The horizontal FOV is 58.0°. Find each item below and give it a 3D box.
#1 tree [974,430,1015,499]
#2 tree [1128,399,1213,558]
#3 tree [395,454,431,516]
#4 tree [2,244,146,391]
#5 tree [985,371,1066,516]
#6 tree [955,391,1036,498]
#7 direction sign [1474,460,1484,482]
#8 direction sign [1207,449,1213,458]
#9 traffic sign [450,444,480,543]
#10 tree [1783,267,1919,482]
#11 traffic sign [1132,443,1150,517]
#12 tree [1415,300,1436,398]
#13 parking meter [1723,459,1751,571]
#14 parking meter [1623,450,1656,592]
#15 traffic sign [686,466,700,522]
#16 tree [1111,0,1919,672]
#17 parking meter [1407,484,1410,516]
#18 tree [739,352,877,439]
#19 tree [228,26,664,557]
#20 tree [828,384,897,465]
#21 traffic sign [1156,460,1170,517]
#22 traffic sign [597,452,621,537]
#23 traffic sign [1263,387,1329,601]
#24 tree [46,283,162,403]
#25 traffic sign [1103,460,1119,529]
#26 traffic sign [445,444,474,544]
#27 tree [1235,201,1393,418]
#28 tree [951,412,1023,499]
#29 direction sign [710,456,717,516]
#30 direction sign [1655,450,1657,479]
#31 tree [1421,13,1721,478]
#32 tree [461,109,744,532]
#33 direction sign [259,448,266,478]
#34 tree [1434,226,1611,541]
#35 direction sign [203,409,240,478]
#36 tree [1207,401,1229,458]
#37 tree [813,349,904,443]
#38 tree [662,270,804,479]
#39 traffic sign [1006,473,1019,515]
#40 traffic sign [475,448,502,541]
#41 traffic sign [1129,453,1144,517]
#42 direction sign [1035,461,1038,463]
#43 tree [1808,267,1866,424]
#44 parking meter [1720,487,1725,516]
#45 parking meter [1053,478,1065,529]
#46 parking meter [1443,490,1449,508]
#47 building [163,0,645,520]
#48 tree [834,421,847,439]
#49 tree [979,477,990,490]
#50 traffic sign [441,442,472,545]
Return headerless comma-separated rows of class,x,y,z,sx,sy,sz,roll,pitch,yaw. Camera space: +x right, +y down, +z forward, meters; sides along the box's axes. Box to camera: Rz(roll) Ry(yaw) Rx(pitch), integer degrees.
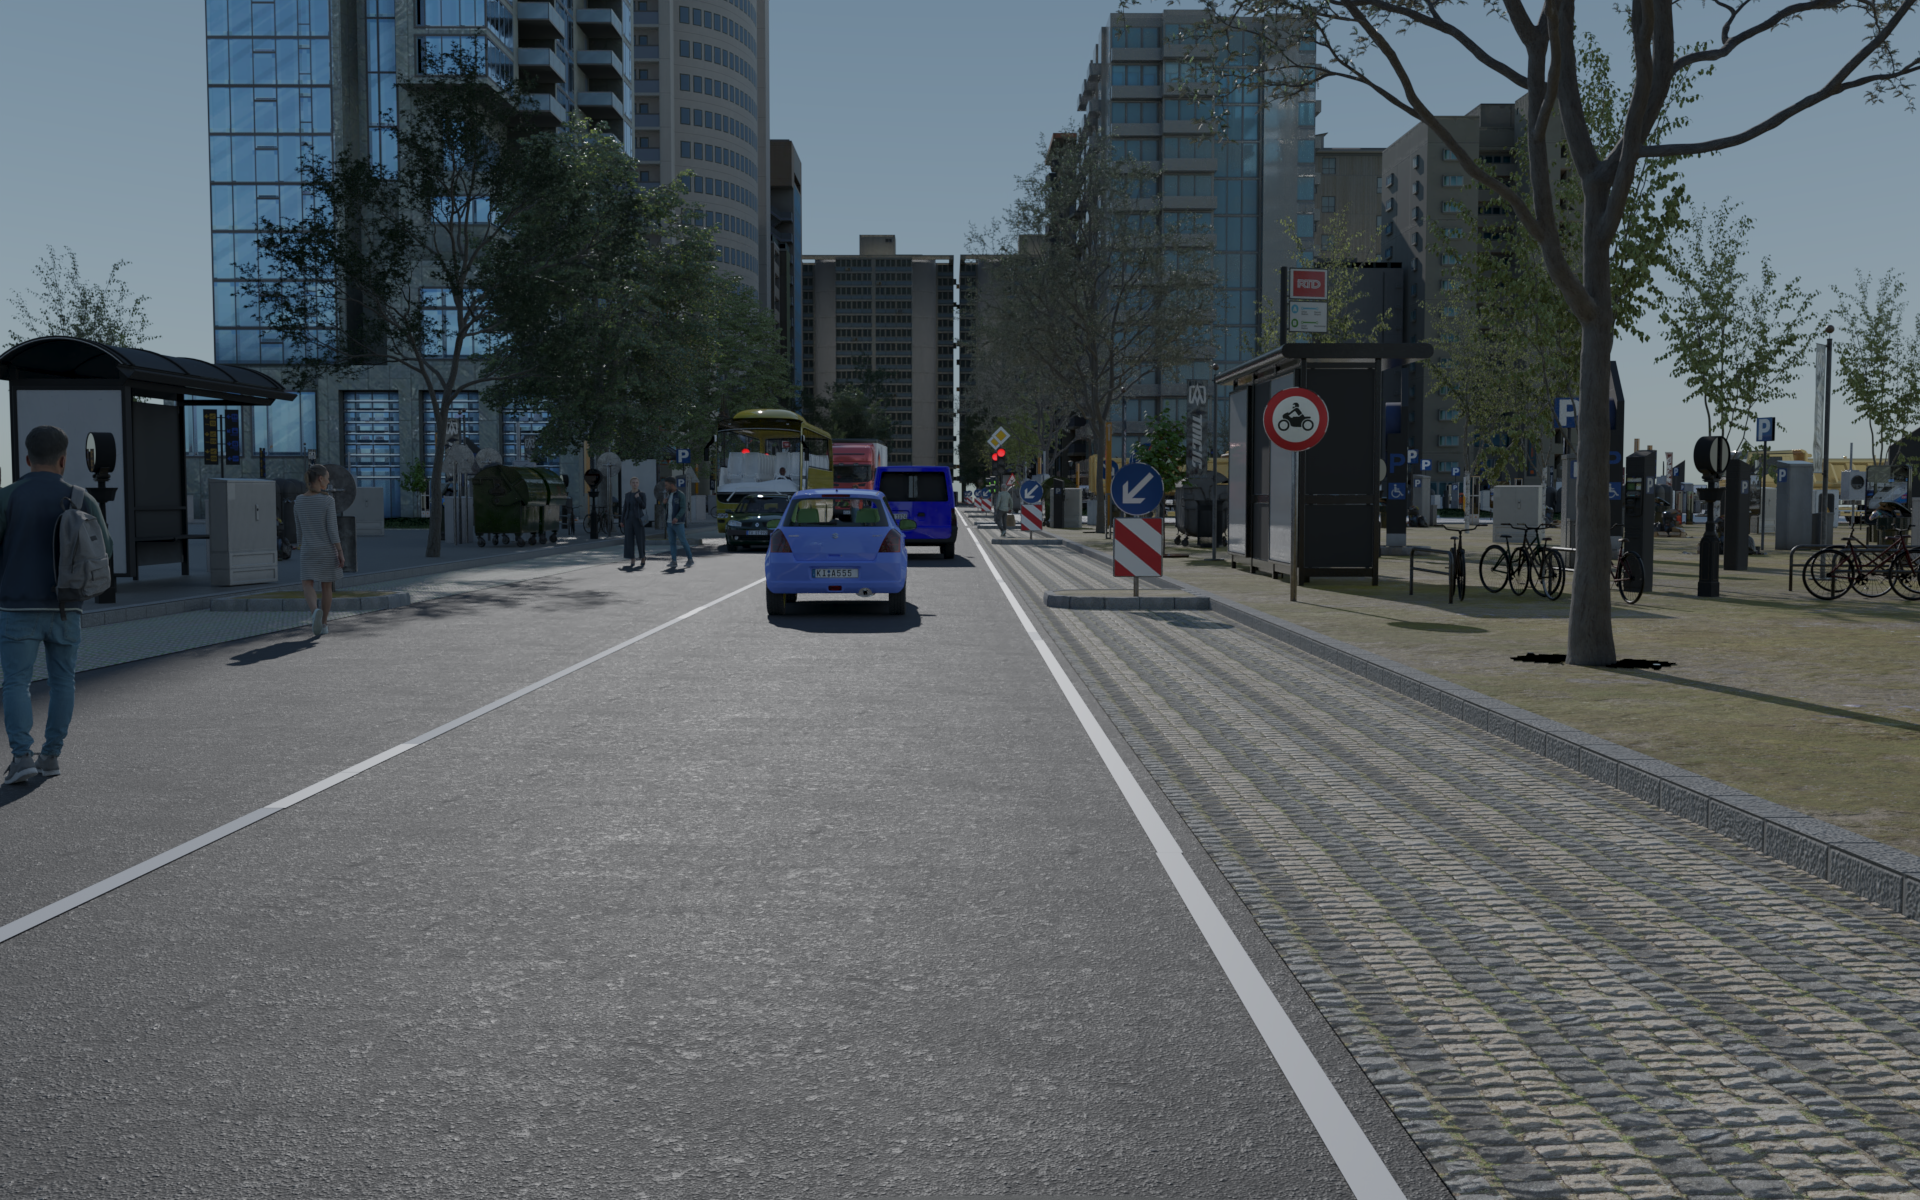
tree,3.571,-15.256,199.802,4.360,8.622,3.978,0,3,0
tree,4.288,-2.481,35.166,1.663,3.219,1.824,0,3,0
tree,-25.720,-5.367,82.357,1.663,3.219,1.824,0,3,0
tree,-25.738,-6.148,50.885,4.360,8.622,3.978,0,3,0
tree,3.762,-9.144,99.863,4.737,8.622,4.395,0,3,0
tree,3.023,-13.043,147.668,7.601,10.594,8.767,0,3,0
direction sign,34.926,-7.621,116.598,0.876,3.537,0.379,-2,4,-33
direction sign,12.418,-5.787,86.620,0.876,3.537,0.379,1,4,18
traffic sign,-12.870,-2.763,45.171,0.884,2.594,0.081,0,4,5
tree,29.915,-6.458,55.953,4.737,8.622,4.395,0,3,0
traffic sign,4.677,-2.638,43.240,0.768,2.556,0.104,0,4,7
tree,16.719,-6.463,56.026,4.360,8.622,3.978,0,3,0
parking meter,13.094,-1.435,29.178,0.399,1.863,0.255,-3,4,-36
parking meter,8.924,-1.042,22.755,0.399,1.863,0.255,-3,5,-43
traffic sign,-12.354,-4.855,79.377,0.884,2.594,0.081,1,4,8
tree,4.653,-6.251,12.568,12.009,13.543,11.850,0,3,0
parking meter,28.523,-6.416,110.609,0.399,1.863,0.255,-1,4,-15
tree,-11.336,-10.852,111.849,8.767,10.594,7.601,-3,5,-42
tree,-10.481,-6.140,34.799,7.601,10.594,8.767,2,4,35
tree,-11.751,-17.941,199.998,9.857,13.997,8.962,0,3,0
traffic sign,4.226,-2.261,36.971,0.884,2.594,0.081,0,4,1
traffic sign,-10.589,-3.188,52.237,0.768,2.556,0.104,0,4,8
traffic sign,3.995,-1.258,20.669,0.768,2.556,0.104,0,4,8
tree,-29.467,-6.711,60.088,4.737,8.622,4.395,0,3,0
traffic sign,5.460,-3.889,63.691,0.768,2.556,0.104,0,4,7
traffic sign,-12.847,-2.714,44.478,0.768,2.556,0.104,0,4,5
tree,9.093,-5.753,44.426,4.360,8.622,3.978,0,3,0
tree,3.263,-18.735,223.328,9.611,12.733,9.660,0,3,0
direction sign,-14.309,-6.759,102.503,0.876,3.537,0.379,-1,4,-12
direction sign,35.393,-5.930,88.947,0.876,3.537,0.379,-1,4,-19
tree,9.449,-4.645,26.306,4.737,8.622,4.395,0,3,0
tree,-11.935,-9.252,57.928,9.857,13.997,8.962,0,3,0
direction sign,-34.142,-5.679,84.841,0.379,3.537,0.876,0,4,-6
tree,16.025,-5.962,47.836,4.360,8.622,3.978,0,3,0
direction sign,-19.723,-3.322,46.316,0.876,3.537,0.379,-1,4,-22
tree,20.387,-11.203,133.538,4.360,8.622,3.978,0,3,0
tree,-13.492,-22.807,228.789,12.611,20.169,13.585,0,3,0
tree,-11.724,-10.406,88.266,7.486,12.596,7.792,0,3,0
traffic sign,3.244,-6.562,107.298,0.884,2.594,0.081,0,4,2
traffic sign,-12.923,-2.896,47.460,0.768,2.556,0.104,0,4,5
traffic sign,5.081,-2.940,48.181,0.768,2.556,0.104,0,4,6
direction sign,5.273,-7.828,119.989,0.379,3.537,0.876,1,4,19
tree,18.893,-5.651,42.752,4.737,8.622,4.395,0,3,0
parking meter,28.281,-3.400,63.998,0.372,1.533,0.369,0,3,0
parking meter,3.701,-3.598,64.544,0.399,1.863,0.255,1,4,19
parking meter,32.842,-6.643,117.016,0.372,1.533,0.369,0,3,0
building,-30.414,-48.154,99.993,22.319,86.520,31.000,0,4,0
tree,-13.003,-13.611,172.906,4.737,8.622,4.395,0,3,0
tree,2.818,-12.018,191.099,1.663,3.219,1.824,0,3,0
traffic sign,-12.592,-2.641,43.186,0.884,2.594,0.081,0,4,4
